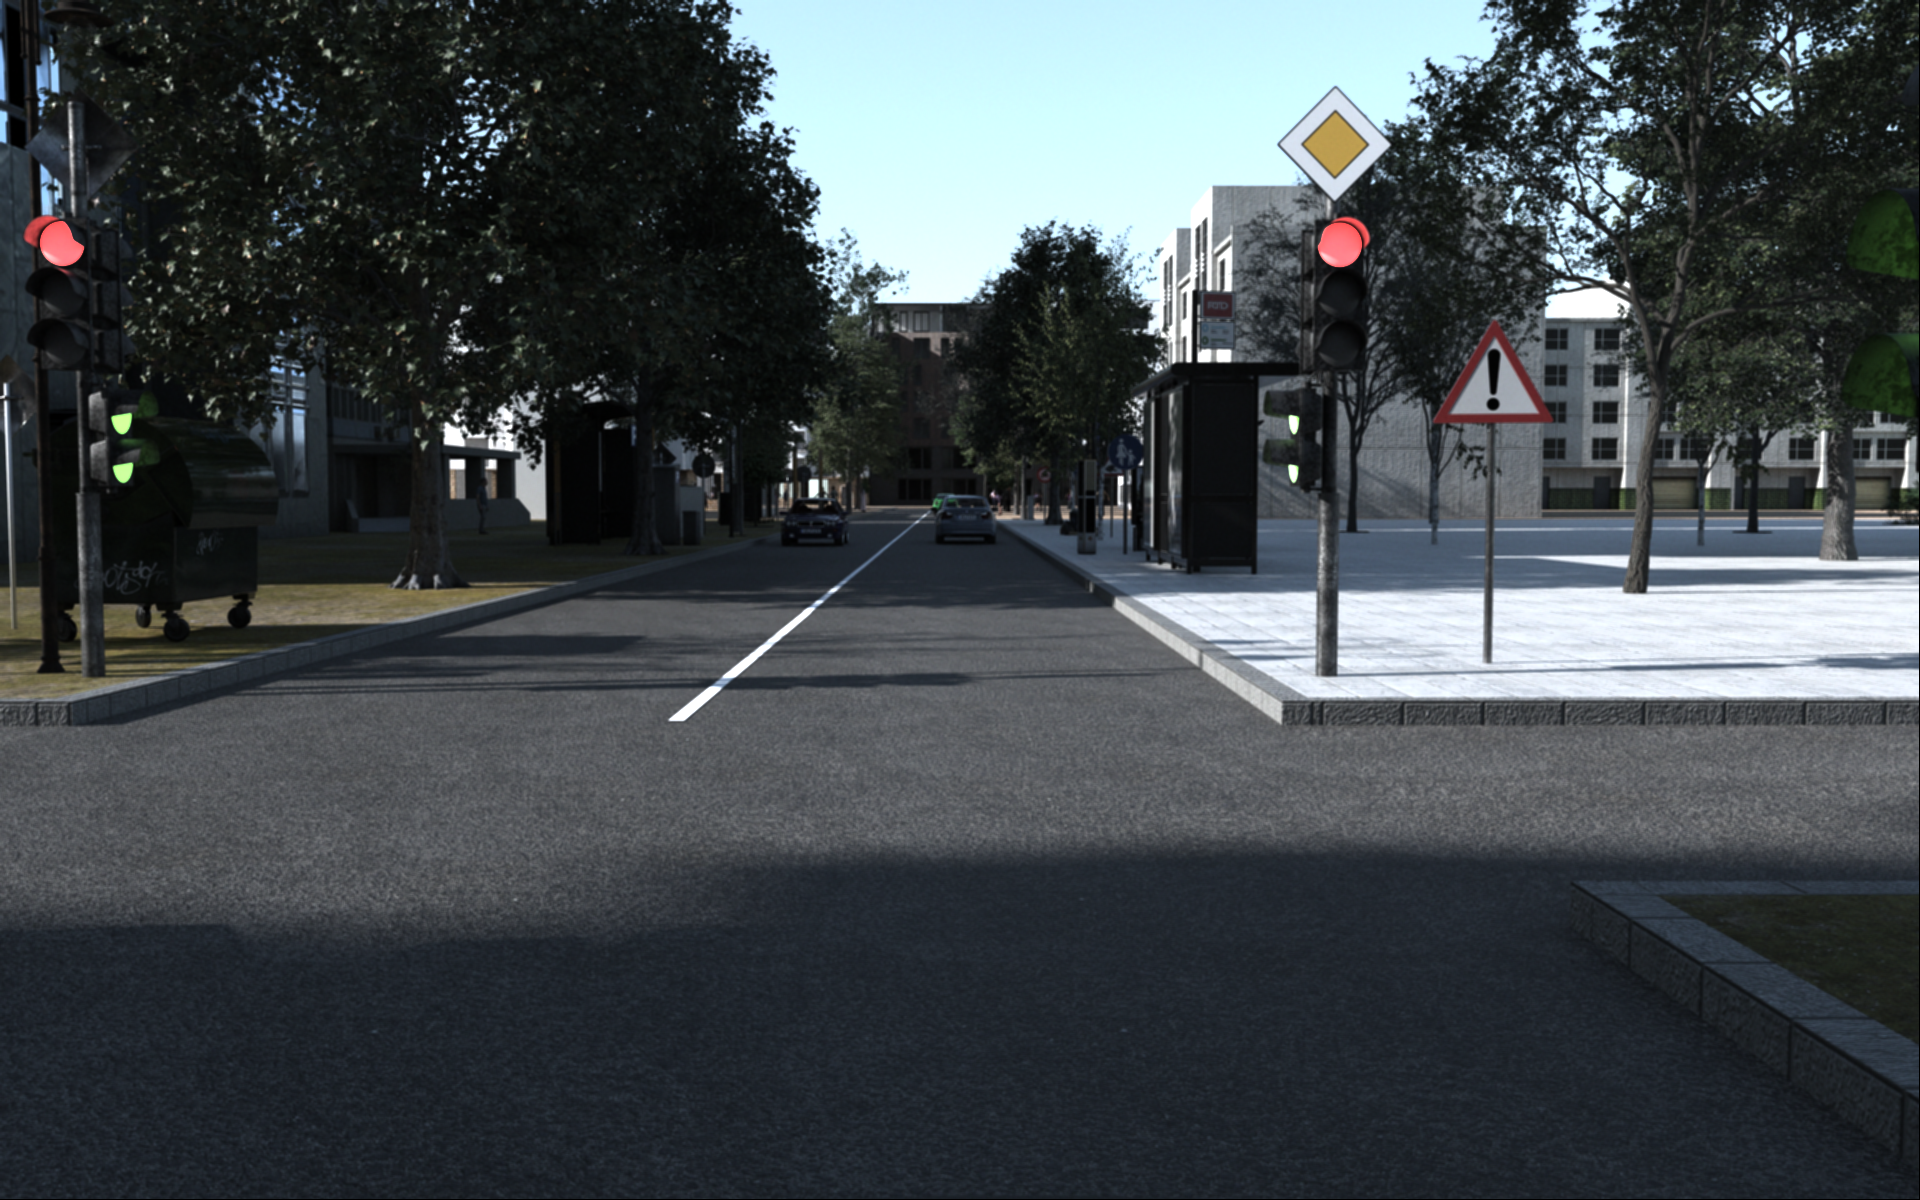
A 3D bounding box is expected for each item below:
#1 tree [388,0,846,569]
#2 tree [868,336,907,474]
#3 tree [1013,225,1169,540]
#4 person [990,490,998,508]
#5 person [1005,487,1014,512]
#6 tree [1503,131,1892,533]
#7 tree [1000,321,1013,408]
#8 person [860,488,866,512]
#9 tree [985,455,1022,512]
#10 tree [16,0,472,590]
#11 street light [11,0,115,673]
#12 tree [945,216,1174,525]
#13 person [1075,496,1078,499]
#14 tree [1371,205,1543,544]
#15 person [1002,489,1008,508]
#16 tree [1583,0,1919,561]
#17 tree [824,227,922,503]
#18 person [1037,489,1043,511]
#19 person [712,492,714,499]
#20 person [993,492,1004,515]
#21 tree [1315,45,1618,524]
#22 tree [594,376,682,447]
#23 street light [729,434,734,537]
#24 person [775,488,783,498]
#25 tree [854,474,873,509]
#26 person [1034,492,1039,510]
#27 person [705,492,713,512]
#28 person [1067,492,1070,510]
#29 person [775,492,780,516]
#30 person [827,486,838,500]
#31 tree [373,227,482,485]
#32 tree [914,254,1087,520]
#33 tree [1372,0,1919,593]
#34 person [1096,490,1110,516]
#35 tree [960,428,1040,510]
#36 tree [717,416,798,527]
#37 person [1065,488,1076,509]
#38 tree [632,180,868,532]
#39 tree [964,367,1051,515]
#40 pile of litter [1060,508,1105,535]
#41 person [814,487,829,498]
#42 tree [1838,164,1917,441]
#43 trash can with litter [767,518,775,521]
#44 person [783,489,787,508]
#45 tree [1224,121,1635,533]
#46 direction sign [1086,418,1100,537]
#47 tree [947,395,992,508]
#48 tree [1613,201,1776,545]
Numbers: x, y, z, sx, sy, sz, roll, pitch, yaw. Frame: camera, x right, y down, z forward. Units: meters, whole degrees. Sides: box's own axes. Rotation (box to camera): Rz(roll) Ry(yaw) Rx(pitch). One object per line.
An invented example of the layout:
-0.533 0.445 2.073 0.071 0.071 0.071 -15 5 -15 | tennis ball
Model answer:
-6.611 -7.311 36.545 9.611 12.733 9.660 0 3 0 | tree
-6.810 -11.724 109.812 7.486 12.596 7.792 0 3 0 | tree
3.883 -5.981 48.156 4.737 8.622 4.395 0 3 0 | tree
3.190 -9.361 160.037 0.756 1.711 0.436 1 4 17 | person
3.530 -7.215 124.140 0.705 1.807 1.348 2 4 30 | person
26.318 -8.961 56.889 12.009 13.543 11.850 0 3 0 | tree
3.712 -6.641 58.943 4.737 8.622 4.395 0 3 0 | tree
-6.867 -7.076 122.406 0.551 1.740 0.621 3 5 44 | person
3.371 -8.827 128.041 4.285 4.588 4.351 0 3 0 | tree
-7.393 -6.510 23.440 9.611 12.733 9.660 0 3 0 | tree
-6.547 -2.416 12.294 0.468 5.910 1.993 0 4 0 | street light
3.974 -9.451 71.536 9.611 12.733 9.660 0 3 0 | tree
10.256 -9.027 156.893 1.065 1.426 0.557 0 4 -3 | person
12.192 -5.716 43.823 4.360 8.622 3.978 0 3 0 | tree
4.264 -9.159 155.783 1.348 1.826 0.705 0 4 -4 | person
16.936 -7.740 33.198 9.857 13.997 8.962 0 3 0 | tree
-8.978 -16.507 125.783 12.611 20.169 13.585 0 3 0 | tree
5.977 -7.447 129.263 0.415 1.643 0.593 -1 4 -13 | person
-22.980 -9.353 159.905 0.436 1.711 0.756 -1 4 -15 | person
2.329 -5.849 104.910 0.697 1.427 0.421 -2 4 -27 | person
20.784 -13.300 73.342 12.611 20.169 13.585 0 3 0 | tree
-14.092 -7.588 74.421 4.360 8.622 3.978 0 3 0 | tree
-6.763 -4.789 51.086 0.468 5.910 1.993 0 4 0 | street light
-16.606 -9.154 155.845 1.348 1.807 0.705 -1 4 -9 | person
-8.194 -9.524 150.319 1.663 3.219 1.824 0 3 0 | tree
6.207 -7.982 139.776 0.421 1.427 0.697 -1 4 -22 | person
-18.183 -6.996 123.694 1.065 1.426 0.557 -1 4 -8 | person
8.947 -8.082 141.402 0.599 1.433 0.991 0 4 1 | person
-10.678 -5.638 101.444 0.599 1.433 0.991 0 4 6 | person
-8.228 -6.493 112.287 0.705 1.814 1.350 2 4 30 | person
-14.189 -5.858 46.146 4.360 8.622 3.978 0 3 0 | tree
3.247 -10.812 87.145 12.009 13.543 11.850 0 3 0 | tree
8.898 -5.347 21.830 8.767 10.594 7.601 -2 4 -28 | tree
8.199 -5.783 100.608 1.348 1.823 0.705 -2 4 -33 | person
3.775 -12.591 140.271 8.767 10.594 7.601 2 4 24 | tree
-7.900 -5.119 67.404 4.285 4.588 4.351 0 3 0 | tree
9.272 -8.556 145.945 1.348 1.822 0.705 -3 5 -44 | person
-7.800 -8.636 59.322 7.486 12.596 7.792 0 3 0 | tree
3.846 -11.458 105.461 7.486 12.596 7.792 0 3 0 | tree
3.847 -2.469 54.335 1.719 0.858 1.176 -2 4 -28 | pile of litter
-8.393 -6.006 104.957 1.217 1.735 0.721 -2 4 -34 | person
26.527 -7.775 45.249 7.486 12.596 7.792 0 3 0 | tree
-9.499 -4.435 83.903 1.055 1.170 0.624 0 4 -5 | trash can with litter
-15.550 -9.052 154.958 0.541 1.710 0.530 0 4 0 | person
13.178 -8.990 57.354 12.009 13.543 11.850 0 3 0 | tree
3.998 -3.674 52.059 0.379 3.537 0.876 2 4 29 | direction sign
2.514 -14.442 161.881 9.928 11.665 9.643 0 3 0 | tree
18.386 -5.656 42.832 4.737 8.622 4.395 0 3 0 | tree
